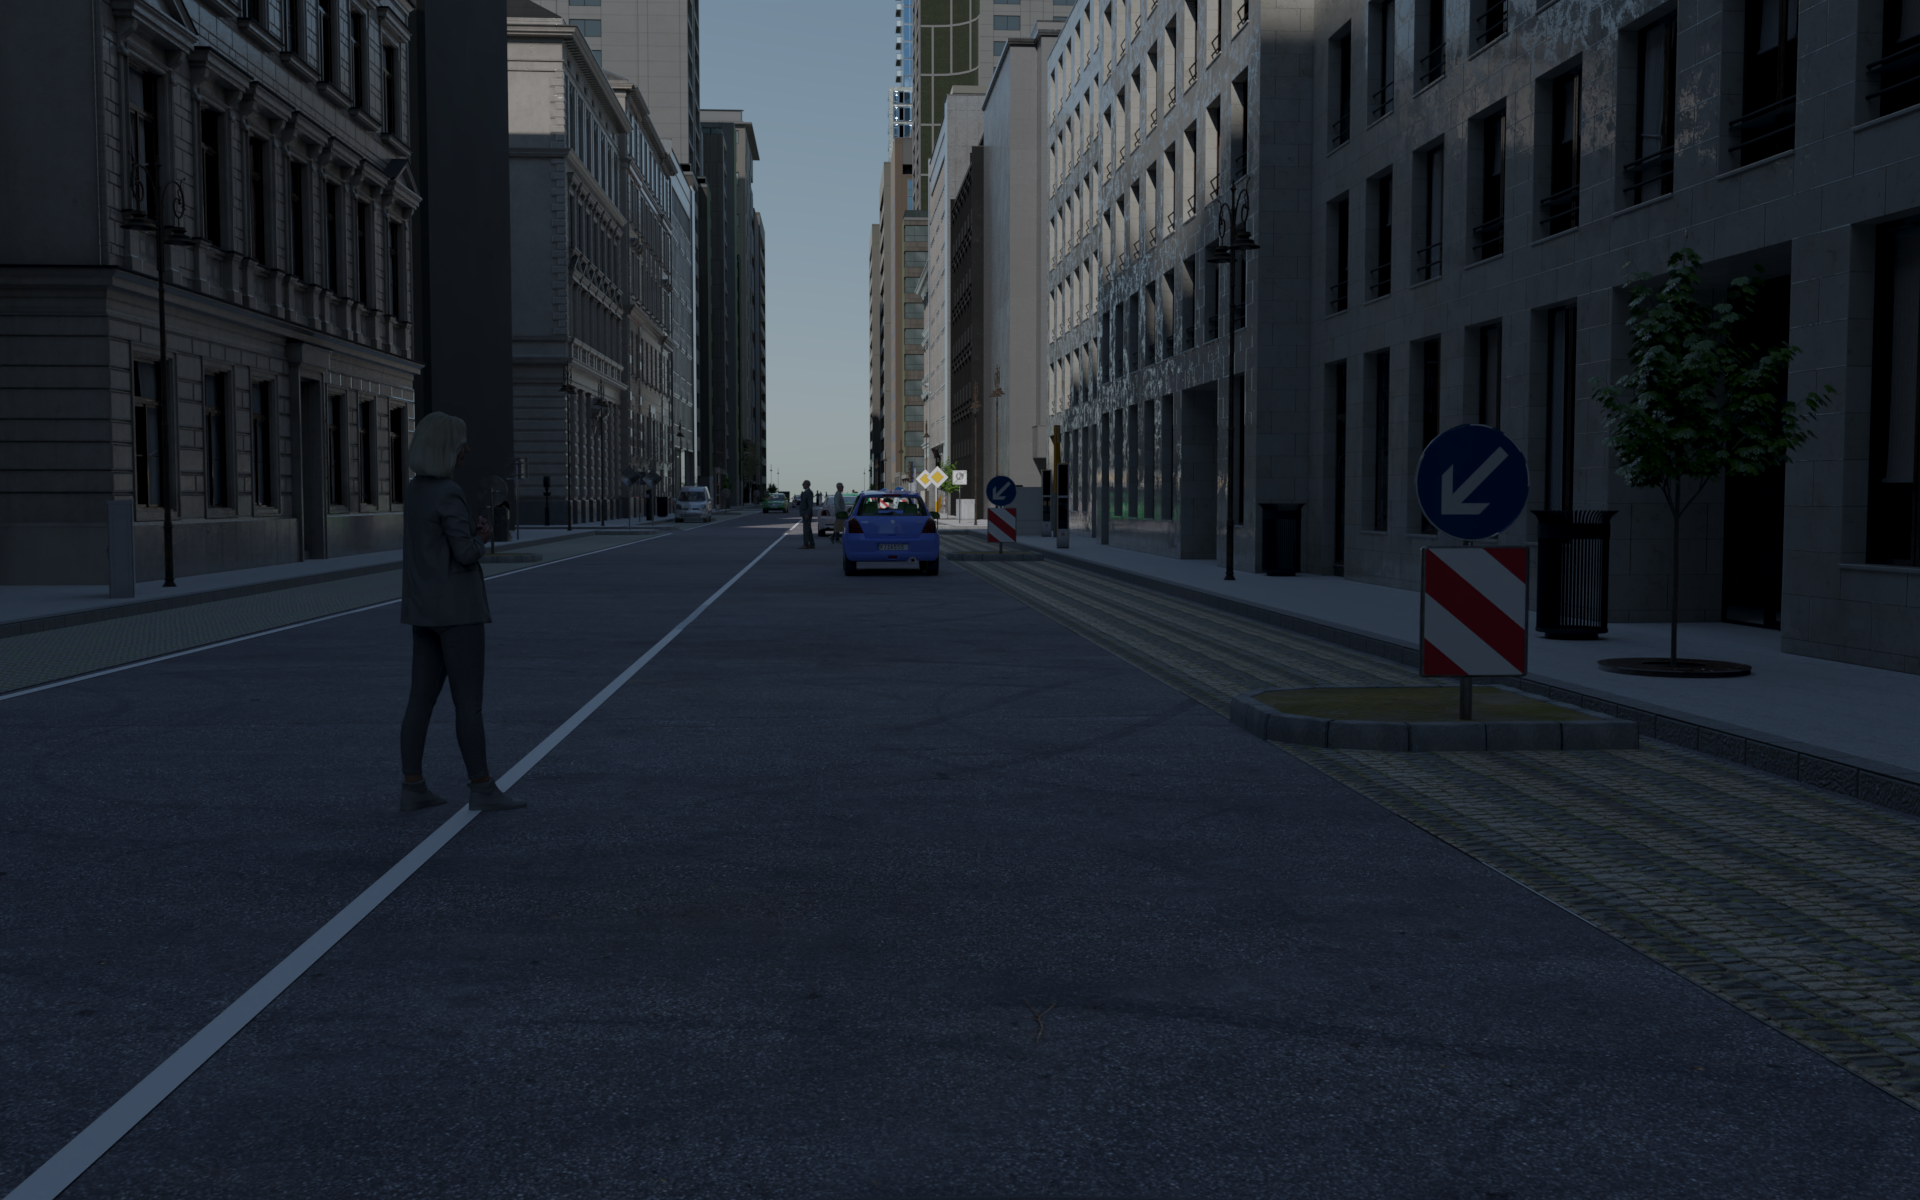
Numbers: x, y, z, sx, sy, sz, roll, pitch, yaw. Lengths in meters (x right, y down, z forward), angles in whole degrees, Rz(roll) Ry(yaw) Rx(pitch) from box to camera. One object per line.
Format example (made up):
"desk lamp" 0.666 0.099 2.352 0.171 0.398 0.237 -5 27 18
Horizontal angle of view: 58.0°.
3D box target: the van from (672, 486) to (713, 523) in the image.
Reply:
"van" -13.432 -4.906 87.216 2.013 2.044 4.112 0 4 -5

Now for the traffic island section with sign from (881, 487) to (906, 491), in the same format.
"traffic island section with sign" -3.342 -5.114 92.249 1.989 1.847 2.006 0 4 -4

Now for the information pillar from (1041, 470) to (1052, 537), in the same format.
"information pillar" 2.594 -2.905 51.995 0.304 2.012 0.304 0 4 -1

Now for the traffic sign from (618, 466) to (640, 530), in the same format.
"traffic sign" -11.727 -3.535 61.439 0.795 2.450 0.064 0 4 -4

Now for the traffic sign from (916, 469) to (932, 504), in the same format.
"traffic sign" -1.403 -4.070 70.190 0.795 2.450 0.064 0 4 -4

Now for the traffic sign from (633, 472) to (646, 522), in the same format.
"traffic sign" -14.730 -4.738 79.602 0.606 2.300 0.079 0 4 4

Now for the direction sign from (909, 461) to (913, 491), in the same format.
"direction sign" -3.420 -7.864 120.568 0.379 3.537 0.876 -1 4 -21

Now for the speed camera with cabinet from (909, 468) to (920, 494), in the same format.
"speed camera with cabinet" -3.543 -8.573 134.506 0.660 3.252 2.038 1 4 9

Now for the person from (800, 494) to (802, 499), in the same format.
"person" -15.611 -9.743 171.059 0.557 1.426 1.065 -1 4 -19

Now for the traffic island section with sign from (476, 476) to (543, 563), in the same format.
"traffic island section with sign" -9.893 -1.704 36.495 1.989 1.847 2.006 0 4 -4

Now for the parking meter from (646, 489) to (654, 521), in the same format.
"parking meter" -14.974 -4.601 83.631 0.372 1.533 0.369 0 3 0

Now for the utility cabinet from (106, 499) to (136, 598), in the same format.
"utility cabinet" -10.535 -0.647 21.743 0.306 1.237 1.020 -2 4 -25

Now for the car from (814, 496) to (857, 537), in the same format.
"car" -3.992 -2.900 59.771 2.083 1.381 4.827 0 4 -5

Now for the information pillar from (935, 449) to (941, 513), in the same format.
"information pillar" -1.139 -6.038 90.075 0.183 3.616 0.504 2 4 27

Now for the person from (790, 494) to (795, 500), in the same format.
"person" -18.219 -10.952 190.782 0.991 1.433 0.599 0 4 6

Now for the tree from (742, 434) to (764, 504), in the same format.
"tree" -25.908 -16.080 213.268 4.360 8.622 3.978 0 3 0

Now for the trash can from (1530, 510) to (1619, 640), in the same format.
"trash can" 5.439 -0.228 15.375 0.748 1.137 0.748 0 3 0

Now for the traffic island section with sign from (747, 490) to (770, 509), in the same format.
"traffic island section with sign" -19.704 -9.768 168.339 1.989 1.847 2.006 0 4 -4

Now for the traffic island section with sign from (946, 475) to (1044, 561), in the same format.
"traffic island section with sign" 0.719 -1.775 37.645 1.989 1.847 2.006 0 4 -4

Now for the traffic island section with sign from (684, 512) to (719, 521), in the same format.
"traffic island section with sign" -14.035 -5.115 92.263 1.989 1.847 2.006 0 4 -4

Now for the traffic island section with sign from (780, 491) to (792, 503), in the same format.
"traffic island section with sign" -27.882 -16.503 278.449 1.989 1.847 2.006 0 4 -4

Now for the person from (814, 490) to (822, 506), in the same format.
"person" -14.465 -10.224 175.643 1.348 1.826 0.705 3 5 39

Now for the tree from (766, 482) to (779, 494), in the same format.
"tree" -29.506 -17.099 274.176 1.663 3.219 1.824 0 3 0

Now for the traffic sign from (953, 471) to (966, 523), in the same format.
"traffic sign" -0.013 -4.486 75.471 0.606 2.300 0.079 0 4 0

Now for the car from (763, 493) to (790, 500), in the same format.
"car" -14.340 -7.717 135.210 2.155 1.783 4.494 0 4 -6

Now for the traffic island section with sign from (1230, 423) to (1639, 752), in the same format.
"traffic island section with sign" 2.724 -0.116 10.521 1.989 1.847 2.006 0 4 -4

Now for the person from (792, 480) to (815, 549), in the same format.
"person" -4.087 -2.246 45.397 0.590 1.801 0.661 -1 4 -17

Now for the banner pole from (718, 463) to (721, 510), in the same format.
"banner pole" -19.373 -9.149 139.606 0.401 3.779 0.863 1 4 12

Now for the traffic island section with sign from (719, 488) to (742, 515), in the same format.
"traffic island section with sign" -16.054 -6.759 119.143 1.989 1.847 2.006 0 4 -4

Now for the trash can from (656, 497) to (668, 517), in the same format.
"trash can" -16.527 -5.167 96.139 0.748 1.137 0.748 0 3 0

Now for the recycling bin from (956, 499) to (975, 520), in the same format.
"recycling bin" 0.276 -4.436 85.085 0.722 1.027 0.722 -2 4 -25

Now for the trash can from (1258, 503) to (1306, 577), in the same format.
"trash can" 5.035 -0.947 27.131 0.748 1.137 0.748 0 3 0

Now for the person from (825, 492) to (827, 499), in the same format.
"person" -19.616 -15.000 253.834 0.705 1.814 1.350 -1 4 -20

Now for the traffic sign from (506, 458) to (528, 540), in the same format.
"traffic sign" -12.450 -2.849 48.714 0.606 2.300 0.079 0 4 -2

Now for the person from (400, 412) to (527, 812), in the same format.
"person" -2.320 0.046 7.939 0.526 1.800 0.537 -2 4 -32

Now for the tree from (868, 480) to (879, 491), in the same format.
"tree" -12.348 -15.382 246.099 1.663 3.219 1.824 0 3 0

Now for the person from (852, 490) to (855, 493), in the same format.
"person" -9.168 -8.626 149.532 0.705 1.824 1.348 -2 4 -25

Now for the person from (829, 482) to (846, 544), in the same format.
"person" -3.506 -2.489 49.679 0.515 1.767 0.782 0 4 -4

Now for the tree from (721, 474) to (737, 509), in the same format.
"tree" -20.724 -9.663 152.584 1.663 3.219 1.824 0 3 0

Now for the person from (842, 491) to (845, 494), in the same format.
"person" -12.567 -10.771 184.478 0.709 1.838 0.599 1 4 14

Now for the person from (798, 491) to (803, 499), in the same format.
"person" -15.947 -10.103 174.479 0.721 1.735 1.217 -3 4 -36

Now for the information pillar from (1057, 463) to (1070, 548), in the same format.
"information pillar" 2.436 -2.230 40.950 0.304 2.012 0.304 0 4 3

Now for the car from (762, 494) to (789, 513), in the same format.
"car" -13.885 -7.442 130.470 1.959 1.807 4.718 0 4 -2

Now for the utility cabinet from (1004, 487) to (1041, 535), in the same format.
"utility cabinet" 1.951 -2.717 53.105 1.173 1.500 0.318 1 4 13

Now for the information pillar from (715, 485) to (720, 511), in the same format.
"information pillar" -18.791 -7.927 134.101 0.304 2.012 0.304 -1 4 -20

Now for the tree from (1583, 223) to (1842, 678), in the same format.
"tree" 5.060 -1.088 12.388 1.663 3.219 1.824 0 3 0

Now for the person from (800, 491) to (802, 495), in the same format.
"person" -21.207 -13.666 232.070 1.348 1.807 0.705 -2 4 -32

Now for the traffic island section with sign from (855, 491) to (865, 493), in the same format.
"traffic island section with sign" -11.125 -11.516 196.908 1.989 1.847 2.006 0 4 -4

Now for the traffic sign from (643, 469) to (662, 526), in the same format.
"traffic sign" -12.318 -4.022 69.402 0.795 2.450 0.064 0 4 -4

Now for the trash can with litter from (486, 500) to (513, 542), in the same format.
"trash can with litter" -12.423 -2.162 46.728 0.624 1.170 1.055 0 4 -5

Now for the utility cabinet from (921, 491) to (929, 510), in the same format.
"utility cabinet" -2.336 -6.491 114.800 0.318 1.500 1.173 1 4 13

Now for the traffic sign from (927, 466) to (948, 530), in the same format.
"traffic sign" -0.811 -3.583 62.227 0.795 2.450 0.064 0 4 -4

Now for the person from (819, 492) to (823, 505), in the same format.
"person" -18.695 -13.650 232.342 0.551 1.740 0.621 -2 4 -34

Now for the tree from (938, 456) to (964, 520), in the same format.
"tree" -0.489 -5.667 87.262 1.663 3.219 1.824 0 3 0
